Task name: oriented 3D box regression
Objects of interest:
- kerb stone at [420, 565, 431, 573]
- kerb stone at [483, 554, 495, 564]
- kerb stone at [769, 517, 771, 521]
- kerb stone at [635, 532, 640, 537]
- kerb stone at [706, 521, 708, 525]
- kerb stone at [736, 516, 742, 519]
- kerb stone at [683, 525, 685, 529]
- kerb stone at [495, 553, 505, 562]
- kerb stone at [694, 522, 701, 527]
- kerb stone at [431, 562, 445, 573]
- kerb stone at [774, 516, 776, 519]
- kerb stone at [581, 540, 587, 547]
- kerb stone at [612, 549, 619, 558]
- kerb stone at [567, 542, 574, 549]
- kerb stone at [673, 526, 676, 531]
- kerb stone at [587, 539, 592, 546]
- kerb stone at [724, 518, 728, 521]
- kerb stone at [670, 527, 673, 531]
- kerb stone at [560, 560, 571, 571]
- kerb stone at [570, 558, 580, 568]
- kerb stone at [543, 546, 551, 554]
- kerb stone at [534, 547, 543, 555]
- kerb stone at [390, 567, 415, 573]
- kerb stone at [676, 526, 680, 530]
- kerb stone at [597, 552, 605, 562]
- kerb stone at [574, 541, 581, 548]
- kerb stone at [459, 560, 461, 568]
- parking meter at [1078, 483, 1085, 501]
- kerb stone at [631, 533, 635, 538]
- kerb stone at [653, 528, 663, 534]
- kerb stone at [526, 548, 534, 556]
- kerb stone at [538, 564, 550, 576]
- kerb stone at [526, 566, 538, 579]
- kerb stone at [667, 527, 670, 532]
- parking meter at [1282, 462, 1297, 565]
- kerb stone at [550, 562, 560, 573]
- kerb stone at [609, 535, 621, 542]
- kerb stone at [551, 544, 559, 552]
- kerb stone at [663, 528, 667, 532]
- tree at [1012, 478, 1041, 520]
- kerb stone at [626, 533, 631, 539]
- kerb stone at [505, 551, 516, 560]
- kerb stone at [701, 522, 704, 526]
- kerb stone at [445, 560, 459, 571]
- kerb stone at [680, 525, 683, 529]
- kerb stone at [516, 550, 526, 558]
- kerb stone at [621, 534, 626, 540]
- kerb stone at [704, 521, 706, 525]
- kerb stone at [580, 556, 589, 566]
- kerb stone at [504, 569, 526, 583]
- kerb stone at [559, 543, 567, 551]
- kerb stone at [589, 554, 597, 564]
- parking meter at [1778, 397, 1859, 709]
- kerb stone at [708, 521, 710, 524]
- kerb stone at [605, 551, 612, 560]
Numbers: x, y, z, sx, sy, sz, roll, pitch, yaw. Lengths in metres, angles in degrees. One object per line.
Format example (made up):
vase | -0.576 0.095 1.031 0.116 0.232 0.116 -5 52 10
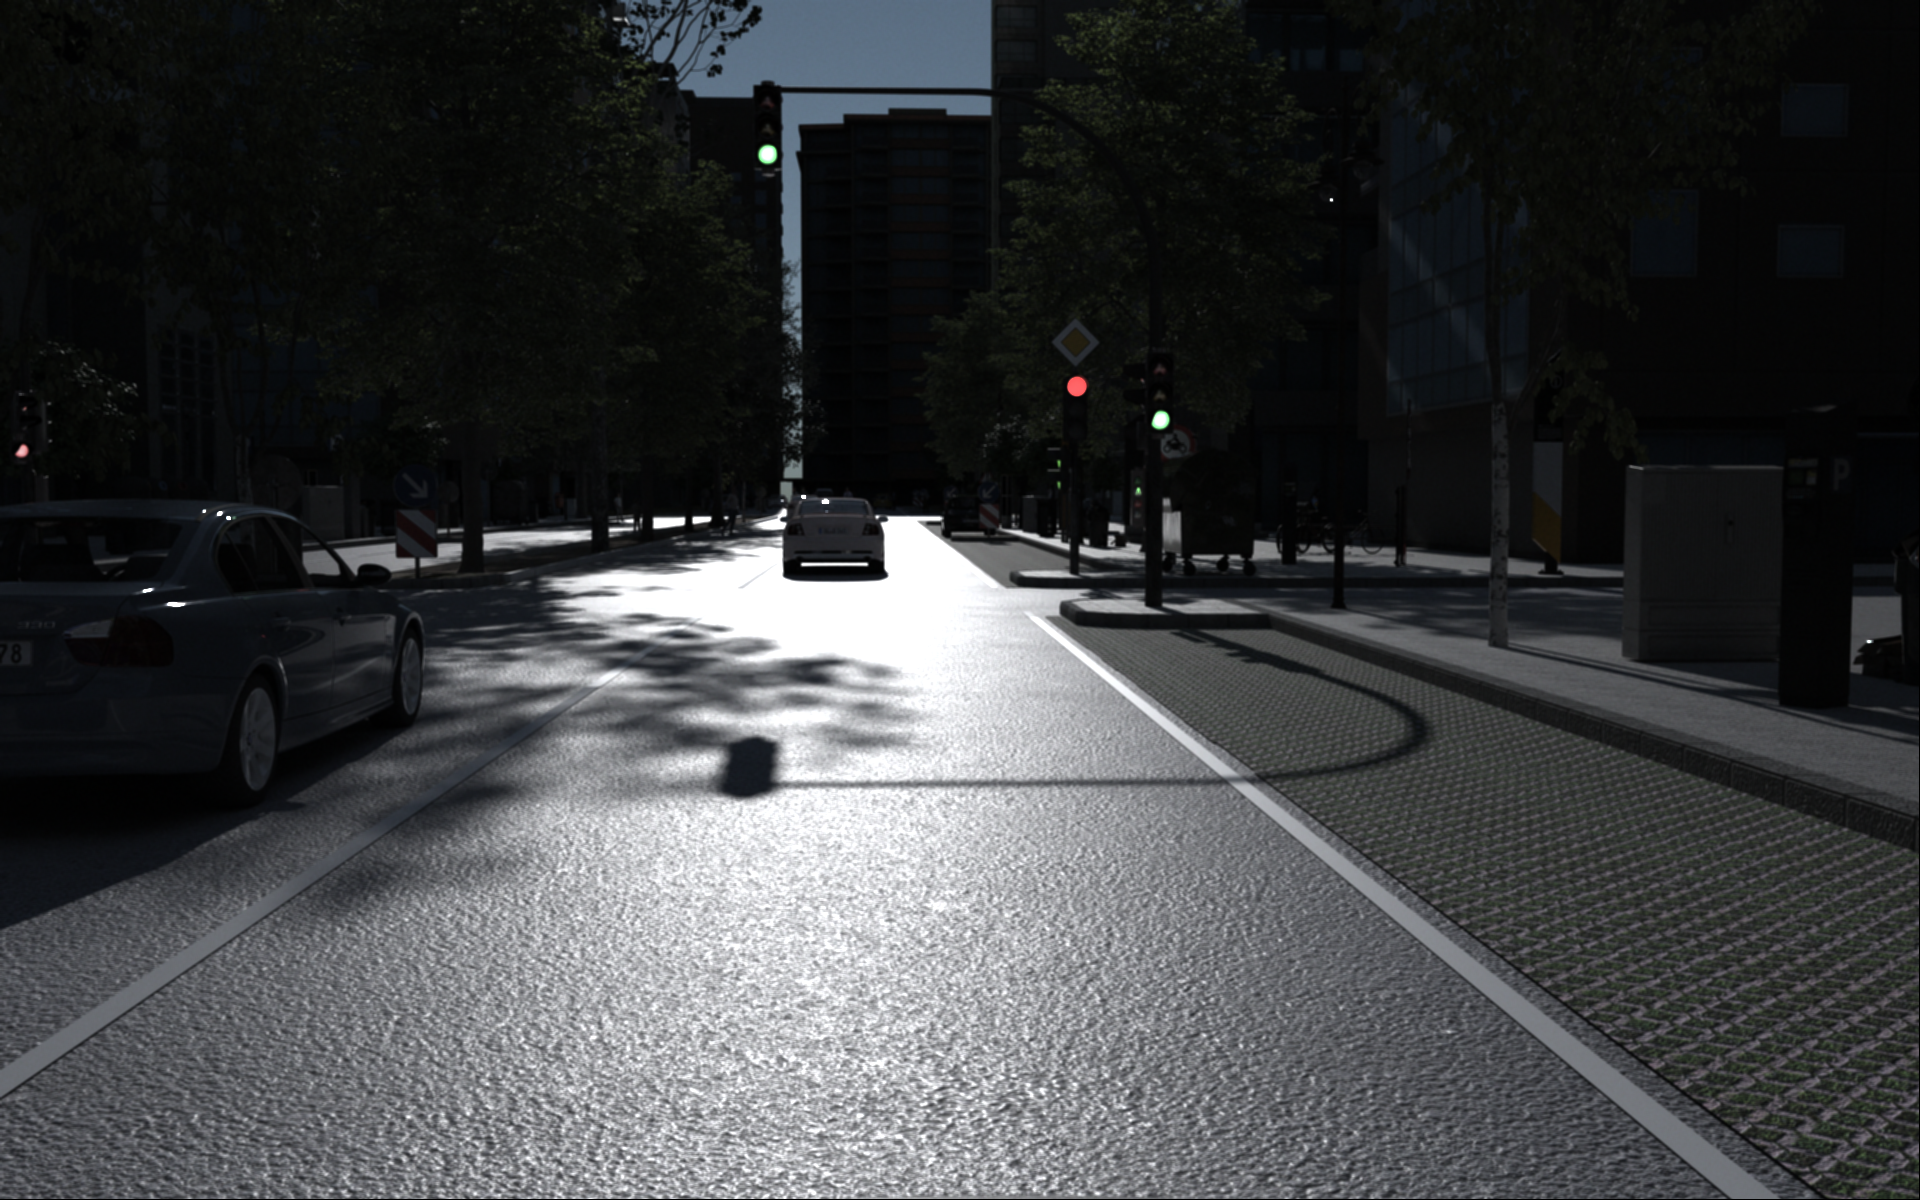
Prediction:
kerb stone | -9.522 -0.500 30.373 0.120 0.150 1.000 0 4 -3
kerb stone | -9.759 -0.812 35.503 0.120 0.150 1.000 0 4 -3
kerb stone | -10.260 -4.261 91.861 0.120 0.150 1.000 0 4 -3
kerb stone | -10.749 -2.126 56.989 0.120 0.150 1.000 0 4 -3
kerb stone | -11.789 -3.507 79.533 0.120 0.150 1.000 0 4 -3
kerb stone | -12.739 -4.759 100.003 0.120 0.150 1.000 0 4 -3
kerb stone | -11.367 -2.936 70.323 0.120 0.150 1.000 0 4 -3
kerb stone | -9.809 -0.876 36.524 0.120 0.150 1.000 0 4 -3
kerb stone | -11.643 -3.319 76.463 0.120 0.150 1.000 0 4 -3
kerb stone | -9.569 -0.563 31.402 0.120 0.150 1.000 0 4 -3
kerb stone | -10.449 -4.511 95.953 0.120 0.150 1.000 0 4 -3
kerb stone | -10.285 -1.498 46.761 0.120 0.150 1.000 0 4 -3
kerb stone | -7.801 -1.006 38.663 0.120 0.150 1.000 0 4 -3
kerb stone | -10.180 -1.373 44.701 0.120 0.150 1.000 0 4 -3
kerb stone | -11.226 -2.756 67.248 0.120 0.150 1.000 0 4 -3
kerb stone | -10.320 -1.565 47.788 0.120 0.150 1.000 0 4 -3
kerb stone | -12.408 -4.320 92.834 0.120 0.150 1.000 0 4 -3
kerb stone | -11.182 -2.693 66.219 0.120 0.150 1.000 0 4 -3
kerb stone | -7.514 -0.628 32.529 0.120 0.150 1.000 0 4 -3
kerb stone | -7.570 -0.693 33.557 0.120 0.150 1.000 0 4 -3
kerb stone | -10.039 -1.189 41.632 0.120 0.150 1.000 0 4 -3
kerb stone | -9.997 -1.126 40.608 0.120 0.150 1.000 0 4 -3
kerb stone | -9.480 -0.436 29.339 0.120 0.150 1.000 0 4 -3
kerb stone | -11.273 -2.818 68.269 0.120 0.150 1.000 0 4 -3
kerb stone | -7.703 -0.882 36.621 0.120 0.150 1.000 0 4 -3
kerb stone | -10.227 -1.439 45.728 0.120 0.150 1.000 0 4 -3
kerb stone | -9.659 -0.688 33.448 0.120 0.150 1.000 0 4 -3
parking meter | 5.363 -4.379 77.301 0.399 1.863 0.255 3 5 43
kerb stone | -10.703 -2.066 55.968 0.120 0.150 1.000 0 4 -3
kerb stone | -11.029 -2.504 63.139 0.120 0.150 1.000 0 4 -3
kerb stone | -9.946 -1.064 39.587 0.120 0.150 1.000 0 4 -3
kerb stone | -7.424 -0.505 30.473 0.120 0.150 1.000 0 4 -3
kerb stone | -7.384 -0.444 29.452 0.120 0.150 1.000 0 4 -3
kerb stone | -11.127 -2.629 65.186 0.120 0.150 1.000 0 4 -3
parking meter | 6.007 -1.582 31.577 0.255 1.863 0.399 1 4 9
kerb stone | -7.471 -0.567 31.496 0.120 0.150 1.000 0 4 -3
kerb stone | -10.564 -1.875 52.901 0.120 0.150 1.000 0 4 -3
kerb stone | -10.088 -1.252 42.658 0.120 0.150 1.000 0 4 -3
kerb stone | -11.077 -2.564 64.163 0.120 0.150 1.000 0 4 -3
tree | 3.124 -5.555 85.430 1.663 3.219 1.824 0 3 0
kerb stone | -10.659 -2.001 54.947 0.120 0.150 1.000 0 4 -3
kerb stone | -9.849 -0.939 37.545 0.120 0.150 1.000 0 4 -3
kerb stone | -11.696 -3.382 77.486 0.120 0.150 1.000 0 4 -3
kerb stone | -9.614 -0.626 32.423 0.120 0.150 1.000 0 4 -3
kerb stone | -11.316 -2.880 69.291 0.120 0.150 1.000 0 4 -3
kerb stone | -9.893 -1.001 38.567 0.120 0.150 1.000 0 4 -3
kerb stone | -10.608 -1.941 53.924 0.120 0.150 1.000 0 4 -3
kerb stone | -11.744 -3.444 78.512 0.120 0.150 1.000 0 4 -3
kerb stone | -7.608 -0.757 34.579 0.120 0.150 1.000 0 4 -3
kerb stone | -7.324 -0.381 28.431 0.120 0.150 1.000 0 4 -3
kerb stone | -10.135 -1.314 43.680 0.120 0.150 1.000 0 4 -3
kerb stone | -7.661 -0.820 35.599 0.120 0.150 1.000 0 4 -3
parking meter | 5.167 -0.289 10.438 0.399 1.863 0.255 -2 4 -31
kerb stone | -11.831 -3.560 80.566 0.120 0.150 1.000 0 4 -3
kerb stone | -7.757 -0.945 37.642 0.120 0.150 1.000 0 4 -3
